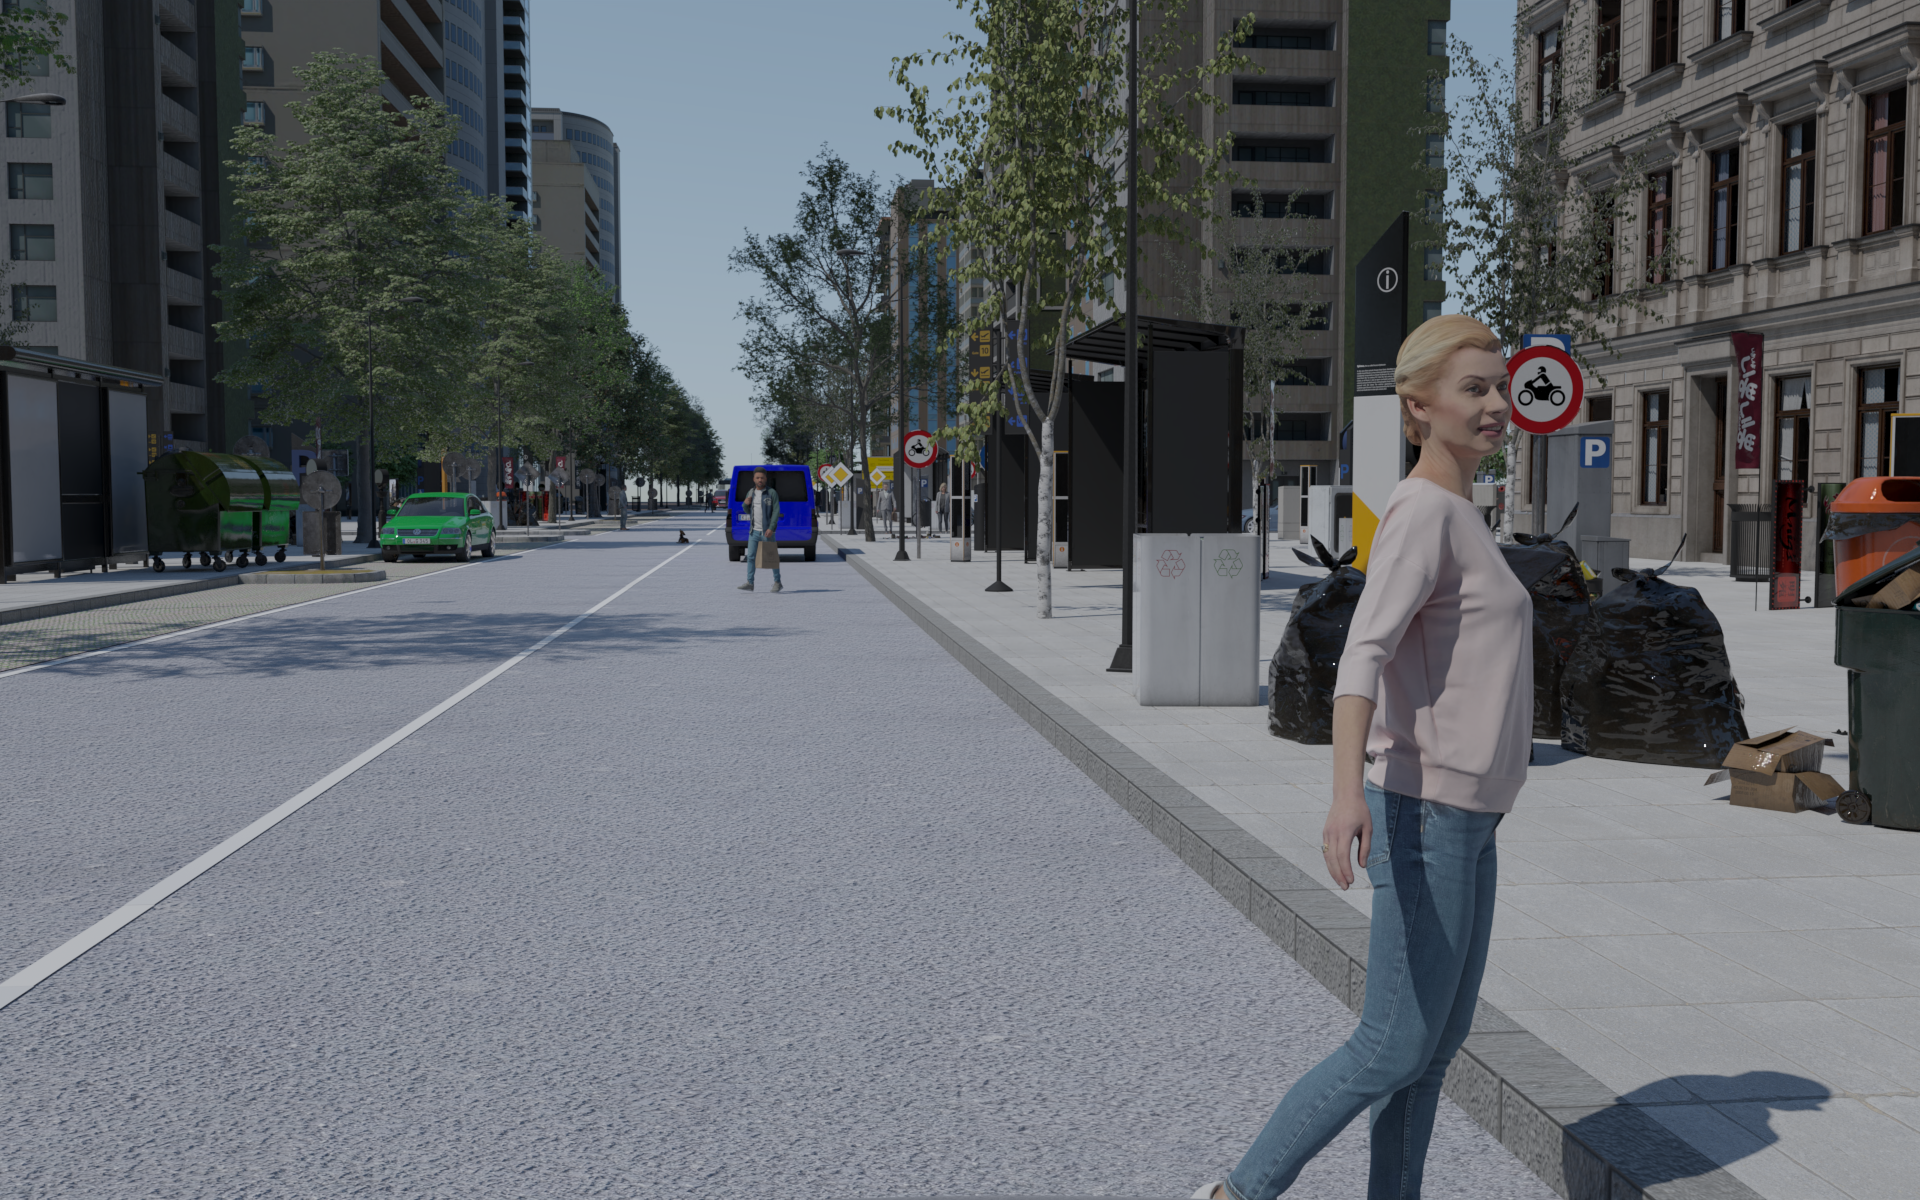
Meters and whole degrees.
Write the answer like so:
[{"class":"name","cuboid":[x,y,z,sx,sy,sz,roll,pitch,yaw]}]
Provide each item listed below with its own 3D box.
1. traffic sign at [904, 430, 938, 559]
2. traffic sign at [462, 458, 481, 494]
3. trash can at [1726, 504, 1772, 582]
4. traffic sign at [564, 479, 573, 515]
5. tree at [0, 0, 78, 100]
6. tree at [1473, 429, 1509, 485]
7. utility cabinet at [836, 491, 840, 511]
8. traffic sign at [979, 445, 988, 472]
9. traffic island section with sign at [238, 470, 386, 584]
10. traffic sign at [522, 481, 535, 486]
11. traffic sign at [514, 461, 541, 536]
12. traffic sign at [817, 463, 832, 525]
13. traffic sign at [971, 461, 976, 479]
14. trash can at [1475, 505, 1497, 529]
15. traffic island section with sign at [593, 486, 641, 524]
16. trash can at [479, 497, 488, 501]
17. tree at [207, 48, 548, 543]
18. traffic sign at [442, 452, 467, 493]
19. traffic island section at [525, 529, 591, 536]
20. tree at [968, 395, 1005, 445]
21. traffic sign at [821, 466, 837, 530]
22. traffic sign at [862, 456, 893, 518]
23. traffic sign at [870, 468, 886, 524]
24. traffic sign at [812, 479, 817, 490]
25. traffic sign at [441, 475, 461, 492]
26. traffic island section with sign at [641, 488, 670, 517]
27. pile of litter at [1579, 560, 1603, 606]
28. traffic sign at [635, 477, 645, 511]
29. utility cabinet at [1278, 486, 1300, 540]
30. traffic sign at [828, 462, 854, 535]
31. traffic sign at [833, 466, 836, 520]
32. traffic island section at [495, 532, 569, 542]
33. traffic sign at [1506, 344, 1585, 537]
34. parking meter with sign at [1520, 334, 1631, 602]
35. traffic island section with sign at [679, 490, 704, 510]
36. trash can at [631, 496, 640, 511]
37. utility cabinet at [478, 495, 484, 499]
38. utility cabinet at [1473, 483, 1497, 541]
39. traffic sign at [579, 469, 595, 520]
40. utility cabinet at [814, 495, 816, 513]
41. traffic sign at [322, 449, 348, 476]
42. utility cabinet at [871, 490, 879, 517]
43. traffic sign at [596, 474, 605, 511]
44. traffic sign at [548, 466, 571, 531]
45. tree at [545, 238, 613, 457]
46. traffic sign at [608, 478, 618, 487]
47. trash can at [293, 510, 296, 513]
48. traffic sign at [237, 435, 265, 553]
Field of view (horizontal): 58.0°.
[{"class":"traffic sign","cuboid":[-0.816,-2.094,34.336,0.768,2.556,0.104,0,4,-5]},{"class":"traffic sign","cuboid":[-17.313,-3.738,61.215,0.768,2.556,0.104,0,4,0]},{"class":"trash can","cuboid":[11.618,-0.839,25.367,0.748,1.137,0.748,0,3,0]},{"class":"traffic sign","cuboid":[-24.515,-6.587,107.697,0.884,2.594,0.081,0,4,-2]},{"class":"tree","cuboid":[-11.006,-5.367,13.511,9.928,11.665,9.643,0,3,0]},{"class":"tree","cuboid":[22.635,-5.604,75.336,4.285,4.588,4.351,0,3,0]},{"class":"utility cabinet","cuboid":[-9.315,-7.431,130.173,0.318,1.500,1.173,-3,5,-41]},{"class":"traffic sign","cuboid":[0.838,-2.571,42.141,0.768,2.556,0.104,0,3,0]},{"class":"traffic island section with sign","cuboid":[-10.545,-1.209,28.390,1.989,1.847,2.006,0,4,-6]},{"class":"traffic sign","cuboid":[-21.604,-5.176,86.762,0.606,2.300,0.079,0,4,-4]},{"class":"traffic sign","cuboid":[-13.197,-3.012,52.886,0.795,2.450,0.064,0,4,-6]},{"class":"traffic sign","cuboid":[-5.552,-4.411,72.220,0.768,2.556,0.104,0,4,3]},{"class":"traffic sign","cuboid":[0.223,-3.850,63.046,0.768,2.556,0.104,0,4,2]},{"class":"trash can","cuboid":[6.256,-0.600,21.465,0.748,1.137,0.748,0,3,0]},{"class":"traffic island section with sign","cuboid":[-16.570,-4.574,83.407,1.989,1.847,2.006,0,4,-6]},{"class":"trash can","cuboid":[-21.388,-4.105,78.771,0.748,1.137,0.748,0,3,0]},{"class":"tree","cuboid":[-15.671,-7.777,45.280,7.486,12.596,7.792,0,3,0]},{"class":"traffic sign","cuboid":[-15.324,-3.206,52.530,0.768,2.556,0.104,0,4,1]},{"class":"traffic island section","cuboid":[-14.091,-2.361,60.883,2.009,0.180,2.903,0,4,-6]},{"class":"tree","cuboid":[2.601,-9.855,111.485,4.360,8.622,3.978,0,3,0]},{"class":"traffic sign","cuboid":[-4.578,-3.560,61.840,0.795,2.450,0.064,0,4,-6]},{"class":"traffic sign","cuboid":[-4.178,-6.091,93.454,2.265,3.308,0.079,0,4,2]},{"class":"traffic sign","cuboid":[-3.615,-4.539,75.404,0.795,2.450,0.064,0,4,-3]},{"class":"traffic sign","cuboid":[-9.649,-6.908,114.129,0.795,2.450,0.064,0,4,3]},{"class":"traffic sign","cuboid":[-22.551,-4.693,76.727,0.884,2.594,0.081,0,4,1]},{"class":"traffic island section with sign","cuboid":[-19.542,-6.227,110.446,1.989,1.847,2.006,0,4,-6]},{"class":"pile of litter","cuboid":[4.360,0.089,12.507,1.719,0.858,1.176,2,4,33]},{"class":"traffic sign","cuboid":[-23.872,-7.903,129.314,0.768,2.556,0.104,0,4,-3]},{"class":"utility cabinet","cuboid":[9.437,-2.418,48.213,1.173,1.500,0.318,-1,4,-19]},{"class":"traffic sign","cuboid":[-3.708,-3.074,53.903,0.795,2.450,0.064,0,4,-6]},{"class":"traffic sign","cuboid":[-5.684,-4.732,77.476,0.768,2.556,0.104,0,4,1]},{"class":"traffic island section","cuboid":[-13.220,-1.876,52.945,2.009,0.180,2.903,0,4,-6]},{"class":"traffic sign","cuboid":[4.941,-0.900,14.827,0.768,2.556,0.104,0,4,-6]},{"class":"parking meter with sign","cuboid":[6.476,-1.339,18.156,0.543,3.016,1.738,0,4,-6]},{"class":"traffic island section with sign","cuboid":[-24.990,-9.266,160.123,1.989,1.847,2.006,0,4,-6]},{"class":"trash can","cuboid":[-24.367,-7.252,130.228,0.748,1.137,0.748,0,3,0]},{"class":"utility cabinet","cuboid":[-32.591,-6.527,117.874,0.306,1.237,1.020,-1,4,-9]},{"class":"utility cabinet","cuboid":[10.156,-1.602,34.869,1.173,1.500,0.318,2,4,31]},{"class":"traffic sign","cuboid":[-18.629,-5.287,86.542,0.768,2.556,0.104,0,4,-5]},{"class":"utility cabinet","cuboid":[-9.788,-6.222,112.895,0.306,1.237,1.020,2,4,29]},{"class":"traffic sign","cuboid":[-14.308,-2.296,39.670,0.606,2.300,0.079,0,4,2]},{"class":"utility cabinet","cuboid":[-5.057,-5.285,95.081,1.173,1.500,0.318,0,4,3]},{"class":"traffic sign","cuboid":[-22.793,-6.683,109.372,0.768,2.556,0.104,0,4,-4]},{"class":"traffic sign","cuboid":[-14.068,-3.497,60.824,0.795,2.450,0.064,0,4,-6]},{"class":"tree","cuboid":[-17.526,-9.053,66.138,7.486,12.596,7.792,0,3,0]},{"class":"traffic sign","cuboid":[-27.064,-8.257,135.104,0.768,2.556,0.104,0,4,1]},{"class":"trash can","cuboid":[-19.163,-2.297,49.208,0.748,1.137,0.748,0,3,0]},{"class":"traffic sign","cuboid":[-15.366,-2.292,37.576,0.768,2.556,0.104,0,4,-4]}]
